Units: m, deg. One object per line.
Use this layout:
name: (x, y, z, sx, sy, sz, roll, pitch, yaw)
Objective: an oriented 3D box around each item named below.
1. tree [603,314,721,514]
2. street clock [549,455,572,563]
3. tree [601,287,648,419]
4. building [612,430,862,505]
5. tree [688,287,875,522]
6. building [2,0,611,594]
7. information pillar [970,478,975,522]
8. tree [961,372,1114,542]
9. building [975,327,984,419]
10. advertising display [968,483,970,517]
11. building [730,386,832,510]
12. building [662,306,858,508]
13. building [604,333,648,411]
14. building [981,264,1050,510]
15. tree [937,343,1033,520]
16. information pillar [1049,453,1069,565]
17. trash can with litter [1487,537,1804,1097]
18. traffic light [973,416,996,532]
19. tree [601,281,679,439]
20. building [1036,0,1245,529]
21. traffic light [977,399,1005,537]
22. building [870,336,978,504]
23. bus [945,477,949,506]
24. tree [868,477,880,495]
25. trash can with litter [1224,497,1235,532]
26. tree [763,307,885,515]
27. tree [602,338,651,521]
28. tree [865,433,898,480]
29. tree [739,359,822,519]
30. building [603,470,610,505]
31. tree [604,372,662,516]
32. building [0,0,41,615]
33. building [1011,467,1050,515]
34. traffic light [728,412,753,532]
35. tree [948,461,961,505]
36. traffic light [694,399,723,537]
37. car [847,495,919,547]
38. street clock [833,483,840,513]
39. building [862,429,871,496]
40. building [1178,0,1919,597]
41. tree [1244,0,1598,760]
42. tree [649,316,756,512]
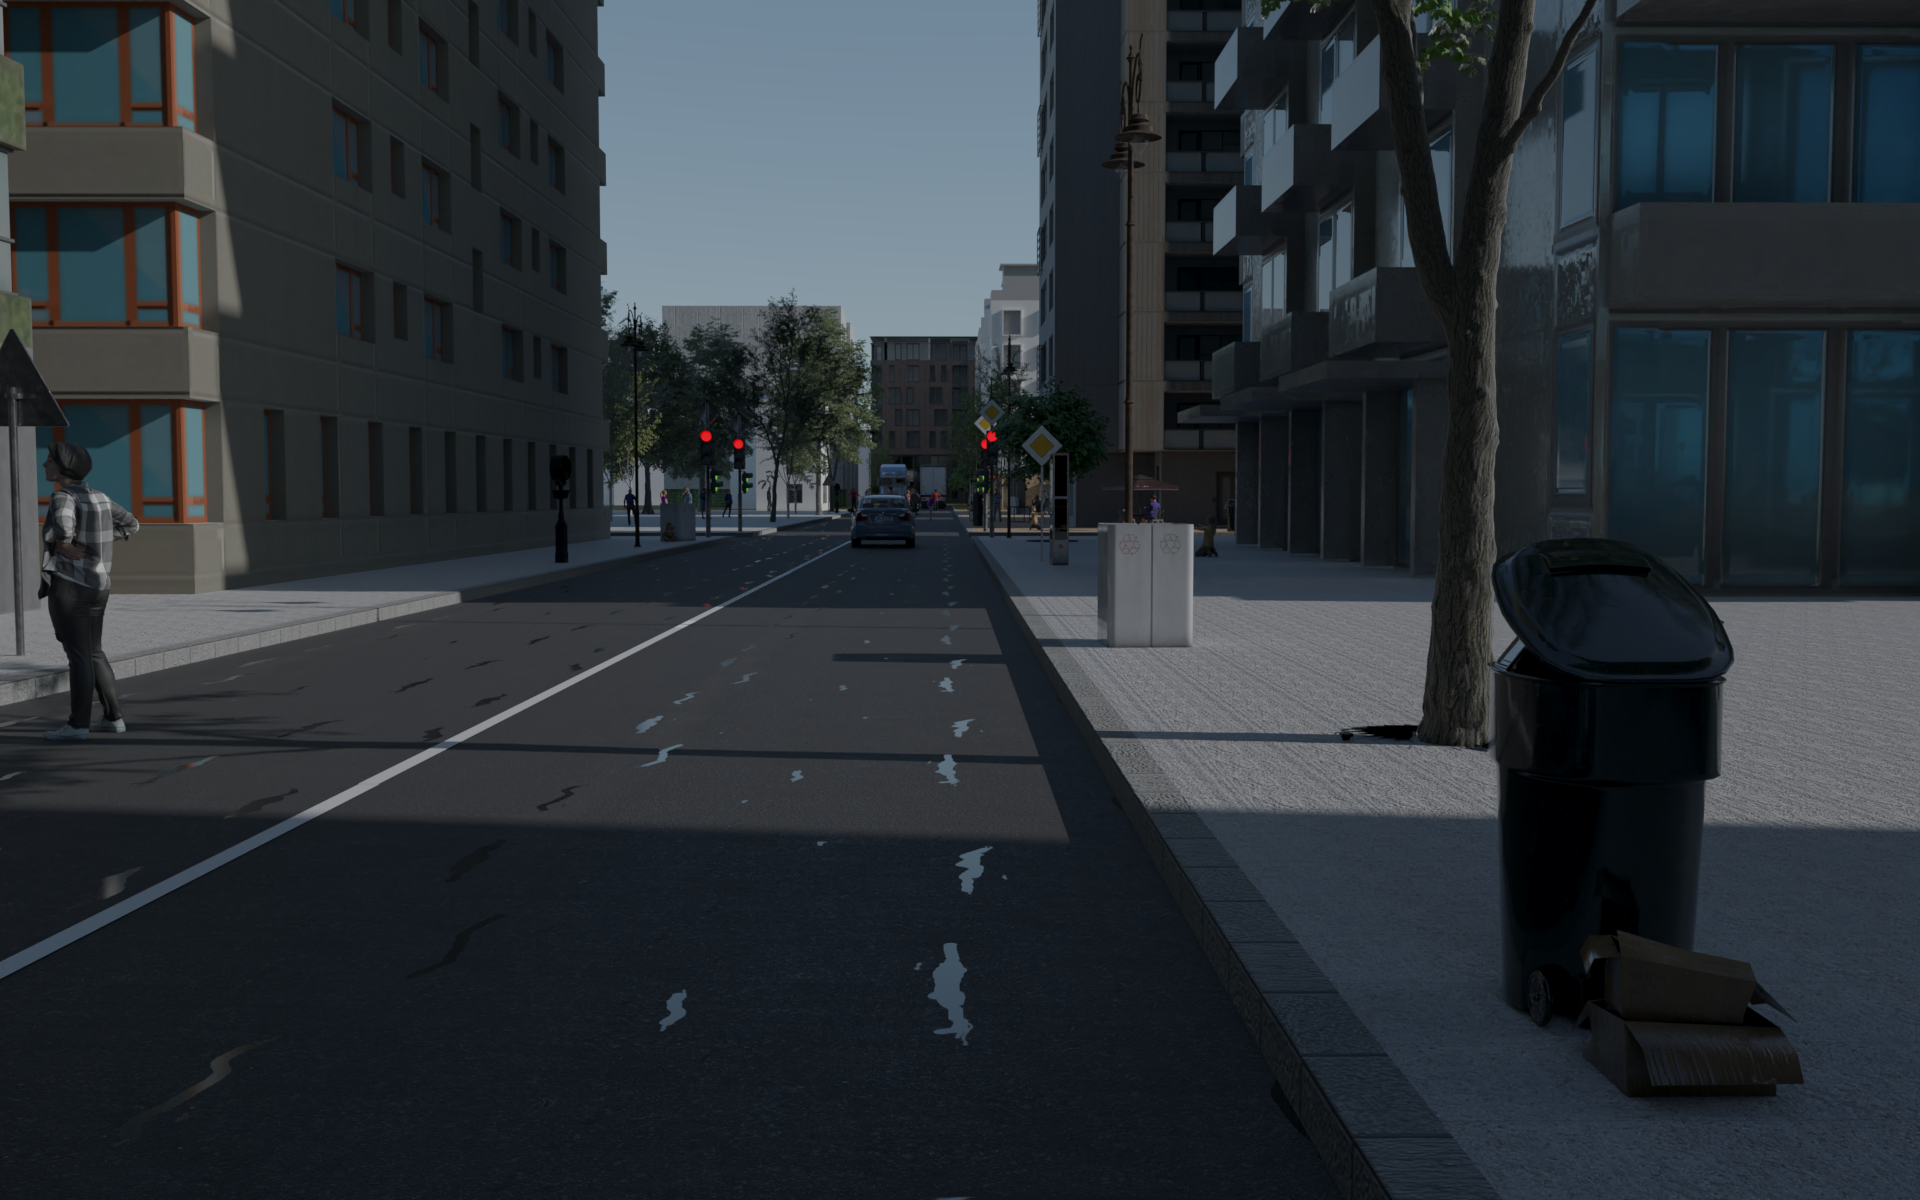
tree: (-20.060, -11.861, 110.938, 9.611, 12.733, 9.660, 0, 3, 0)
street clock: (-7.438, -1.695, 32.289, 0.358, 2.002, 0.471, 1, 4, 14)
tree: (-18.708, -10.087, 71.575, 9.857, 13.997, 8.962, 0, 3, 0)
building: (-26.084, -16.028, 204.209, 28.070, 9.664, 9.099, 0, 4, -1)
tree: (-8.359, -8.818, 78.591, 8.767, 10.594, 7.601, -3, 5, -40)
building: (-24.362, -11.629, 35.175, 28.899, 21.520, 27.650, 0, 4, -1)
information pillar: (0.659, -4.667, 80.803, 0.304, 2.012, 0.304, 3, 4, 36)
tree: (2.480, -3.863, 46.875, 4.285, 4.588, 4.351, 0, 3, 0)
building: (10.332, -19.937, 192.421, 16.747, 18.905, 31.486, 0, 4, -1)
advertising display: (0.793, -5.614, 96.999, 0.123, 1.923, 0.974, 3, 4, 38)
building: (-15.380, -12.638, 148.785, 9.099, 9.664, 28.070, 0, 4, -1)
building: (-19.666, -19.085, 178.502, 16.747, 18.905, 31.486, 0, 4, -1)
building: (-56.213, -23.804, 233.162, 32.646, 21.610, 27.936, 0, 4, -1)
building: (9.842, -17.831, 147.949, 16.016, 20.091, 11.380, 0, 4, -1)
tree: (1.705, -8.157, 83.731, 4.737, 8.622, 4.395, 0, 3, 0)
information pillar: (1.790, -1.636, 31.247, 0.304, 2.012, 0.304, -1, 4, -8)
trash can with litter: (1.645, 0.448, 4.066, 0.624, 1.170, 1.055, 0, 4, -2)
traffic light: (0.855, -4.301, 59.244, 0.839, 4.253, 0.868, 0, 4, -1)
tree: (-20.354, -11.170, 92.994, 12.009, 13.543, 11.850, 0, 3, 0)
building: (10.420, -23.562, 68.826, 14.086, 41.232, 14.154, 0, 4, -1)
traffic light: (0.928, -3.813, 51.259, 0.839, 4.253, 0.868, 0, 4, -1)
building: (4.561, -23.900, 234.747, 32.646, 21.610, 27.936, 0, 4, -1)
bus: (-2.841, -12.784, 200.563, 2.896, 3.916, 12.252, 0, 4, 1)
tree: (-9.588, -12.342, 196.394, 1.663, 3.219, 1.824, 0, 3, 0)
trash can with litter: (9.515, -2.894, 58.696, 1.055, 1.170, 0.624, 0, 4, -2)
tree: (-8.442, -11.409, 104.664, 7.486, 12.596, 7.792, 0, 3, 0)
tree: (-16.619, -7.993, 81.043, 4.360, 8.622, 3.978, 0, 3, 0)
tree: (-9.440, -15.923, 210.702, 4.737, 8.622, 4.395, 0, 3, 0)
tree: (-9.110, -8.547, 90.106, 4.360, 8.622, 3.978, 0, 3, 0)
building: (-54.690, -15.969, 203.234, 28.070, 9.664, 9.099, 0, 4, -1)
tree: (-19.364, -9.234, 101.343, 4.737, 8.622, 4.395, 0, 3, 0)
building: (-17.145, -20.028, 11.050, 14.154, 41.232, 14.086, 0, 4, -1)
building: (19.534, -25.793, 113.604, 32.217, 40.220, 23.993, 0, 4, -1)
traffic light: (-7.506, -4.296, 59.152, 0.839, 4.253, 0.868, 0, 4, -1)
tree: (1.067, -8.741, 126.631, 4.285, 4.588, 4.351, 0, 3, 0)
traffic light: (-7.433, -3.807, 51.167, 0.839, 4.253, 0.868, 0, 4, -1)
car: (-2.120, -2.190, 47.817, 2.014, 1.417, 4.499, 0, 4, -2)
street clock: (-8.311, -6.870, 116.894, 0.358, 2.002, 0.471, 3, 4, 38)
building: (-25.708, -17.315, 225.239, 28.070, 9.664, 9.099, 0, 4, -1)
building: (17.315, -25.292, 33.126, 23.786, 49.044, 30.456, 0, 4, -1)
tree: (2.452, -5.062, 8.519, 9.928, 11.665, 9.643, 0, 3, 0)
tree: (-18.808, -13.392, 125.616, 9.857, 13.997, 8.962, 0, 3, 0)
